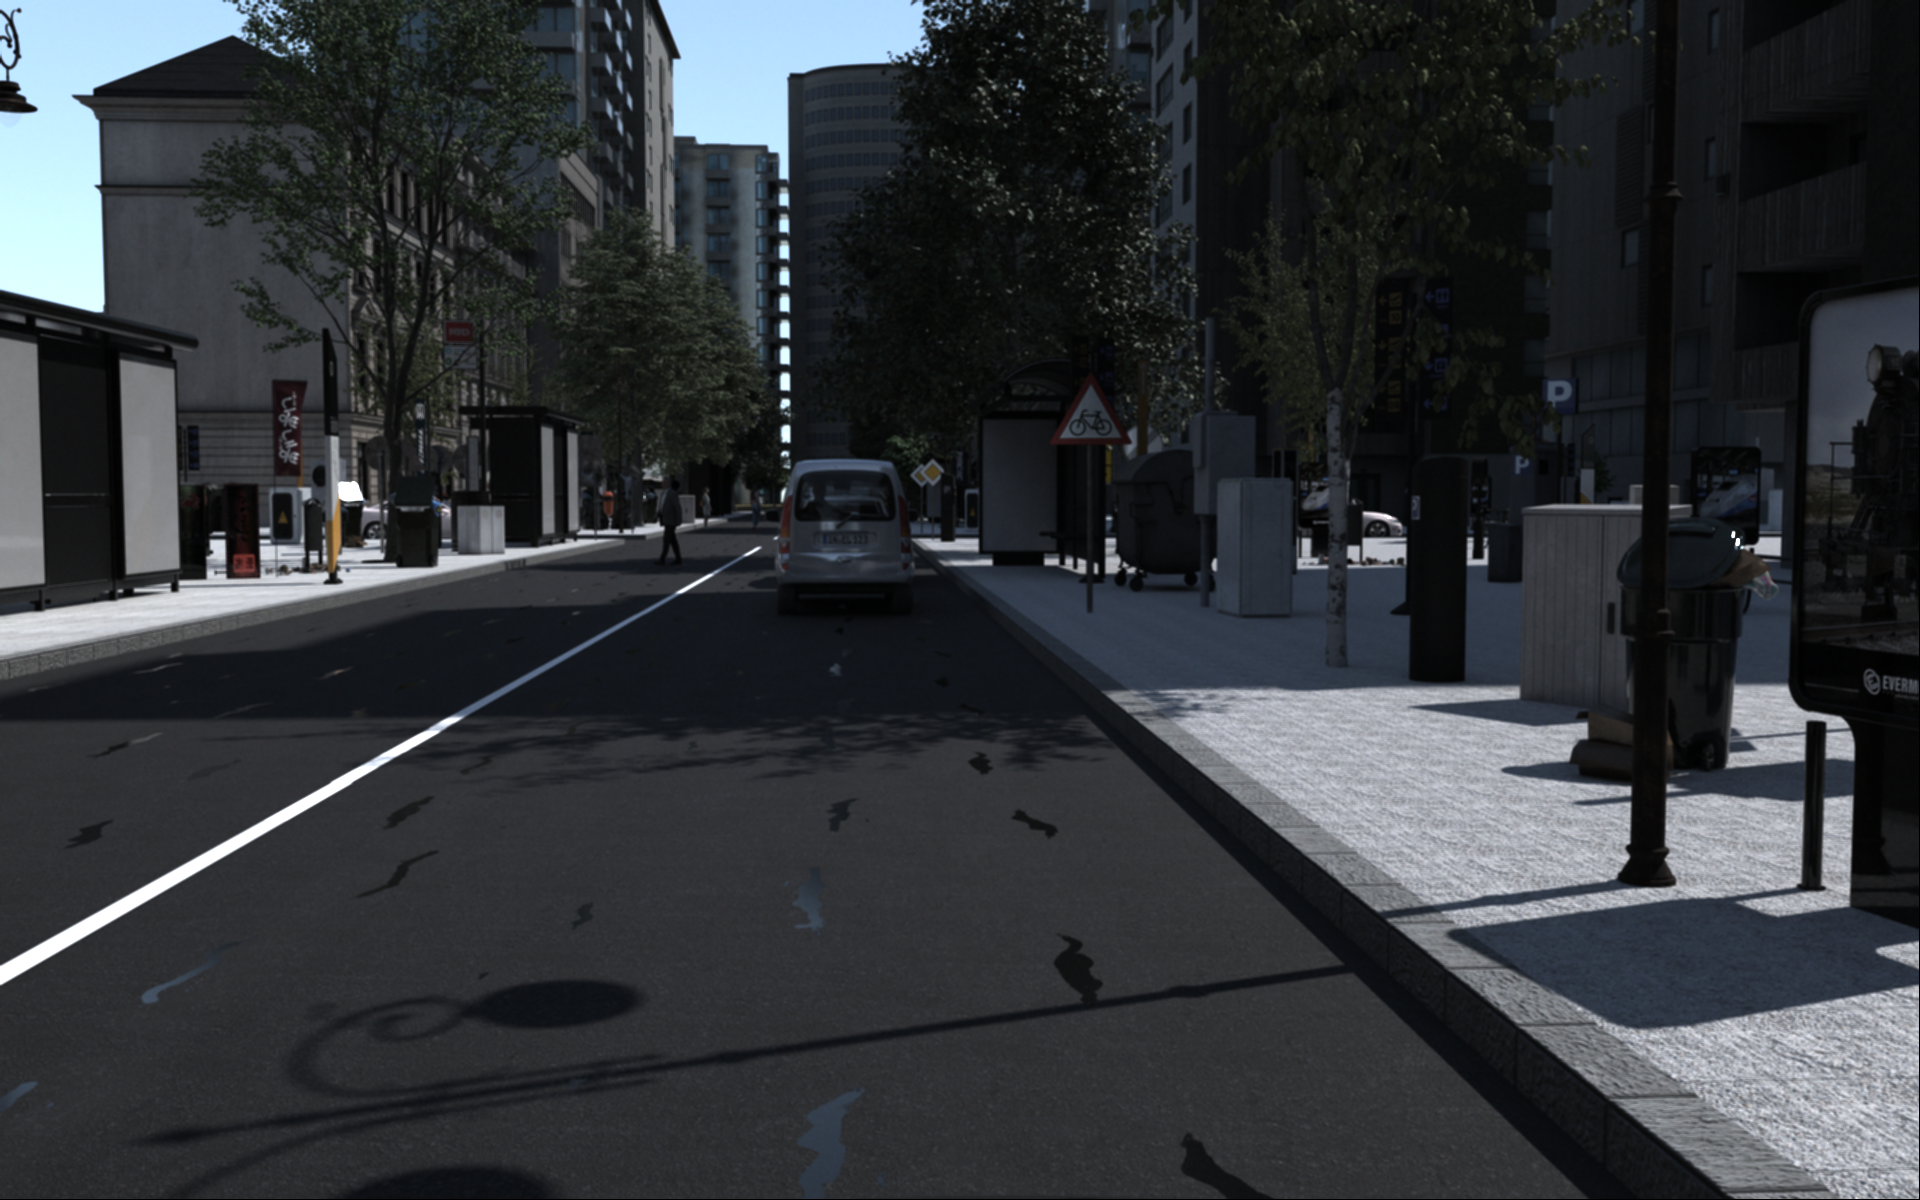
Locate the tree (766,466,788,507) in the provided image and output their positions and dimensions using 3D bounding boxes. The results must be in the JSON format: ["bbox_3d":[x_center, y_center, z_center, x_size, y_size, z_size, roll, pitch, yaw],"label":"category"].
[{"bbox_3d":[-17.971,-10.309,152.262,4.285,4.588,4.351,0,3,0],"label":"tree"}]

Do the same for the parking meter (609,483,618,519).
[{"bbox_3d":[-18.041,-5.169,90.232,0.255,1.863,0.399,3,4,38],"label":"parking meter"}]

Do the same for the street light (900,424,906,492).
[{"bbox_3d":[-2.898,-7.113,89.084,0.468,5.910,1.993,0,4,-3],"label":"street light"}]

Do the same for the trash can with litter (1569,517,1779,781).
[{"bbox_3d":[3.288,0.207,8.007,0.624,1.170,1.055,3,5,43],"label":"trash can with litter"}]

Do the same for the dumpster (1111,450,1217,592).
[{"bbox_3d":[2.788,-1.081,23.430,1.264,1.857,1.865,0,4,-3],"label":"dumpster"}]

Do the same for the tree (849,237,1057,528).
[{"bbox_3d":[-0.159,-8.612,66.569,9.928,11.665,9.643,0,3,0],"label":"tree"}]

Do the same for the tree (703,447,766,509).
[{"bbox_3d":[-15.748,-7.868,112.350,4.285,4.588,4.351,0,3,0],"label":"tree"}]

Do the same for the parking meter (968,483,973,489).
[{"bbox_3d":[0.562,-5.380,93.666,0.255,1.863,0.399,-1,4,-13],"label":"parking meter"}]

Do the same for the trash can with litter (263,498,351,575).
[{"bbox_3d":[-10.872,-1.060,28.394,1.678,1.210,2.233,0,4,4],"label":"trash can with litter"}]

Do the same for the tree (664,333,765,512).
[{"bbox_3d":[-16.244,-12.566,122.455,9.611,12.733,9.660,0,3,0],"label":"tree"}]

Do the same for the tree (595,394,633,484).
[{"bbox_3d":[-22.483,-9.927,112.674,4.360,8.622,3.978,0,3,0],"label":"tree"}]

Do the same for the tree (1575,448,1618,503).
[{"bbox_3d":[26.432,-4.716,71.705,1.663,3.219,1.824,0,3,0],"label":"tree"}]

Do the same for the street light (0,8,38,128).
[{"bbox_3d":[-8.639,-2.595,15.215,0.468,5.910,1.993,0,4,-3],"label":"street light"}]

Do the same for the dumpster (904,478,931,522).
[{"bbox_3d":[-1.768,-4.668,78.821,1.502,2.255,1.985,0,4,-3],"label":"dumpster"}]

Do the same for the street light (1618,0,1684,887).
[{"bbox_3d":[2.274,-2.004,5.555,0.468,5.910,1.993,0,4,-3],"label":"street light"}]

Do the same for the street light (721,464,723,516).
[{"bbox_3d":[-13.618,-7.718,98.970,0.468,5.910,1.993,0,4,-3],"label":"street light"}]

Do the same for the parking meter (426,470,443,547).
[{"bbox_3d":[-12.653,-2.195,41.604,0.399,1.863,0.255,-2,4,-29],"label":"parking meter"}]

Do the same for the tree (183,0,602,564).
[{"bbox_3d":[-10.437,-6.494,31.934,9.928,11.665,9.643,0,3,0],"label":"tree"}]

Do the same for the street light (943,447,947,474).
[{"bbox_3d":[-0.403,-4.587,47.791,0.468,5.910,1.993,0,4,-3],"label":"street light"}]

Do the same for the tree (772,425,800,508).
[{"bbox_3d":[-17.391,-13.050,163.735,4.737,8.622,4.395,0,3,0],"label":"tree"}]

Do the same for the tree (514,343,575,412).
[{"bbox_3d":[-20.775,-8.133,83.333,4.737,8.622,4.395,0,3,0],"label":"tree"}]

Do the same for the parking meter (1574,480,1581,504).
[{"bbox_3d":[25.396,-4.002,71.145,0.255,1.863,0.399,1,4,10],"label":"parking meter"}]

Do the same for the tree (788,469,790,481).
[{"bbox_3d":[-18.161,-11.424,170.494,4.285,4.588,4.351,0,3,0],"label":"tree"}]

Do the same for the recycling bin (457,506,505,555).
[{"bbox_3d":[-10.214,-1.492,36.941,0.722,1.027,0.722,3,4,36],"label":"recycling bin"}]

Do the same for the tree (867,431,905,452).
[{"bbox_3d":[-6.087,-12.340,152.124,4.360,8.622,3.978,0,3,0],"label":"tree"}]

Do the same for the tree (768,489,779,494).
[{"bbox_3d":[-19.426,-11.335,179.927,1.663,3.219,1.824,0,3,0],"label":"tree"}]

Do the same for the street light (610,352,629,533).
[{"bbox_3d":[-11.098,-5.125,56.575,0.468,5.910,1.993,0,4,-3],"label":"street light"}]

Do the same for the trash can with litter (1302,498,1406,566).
[{"bbox_3d":[7.346,-1.241,31.349,2.233,1.210,1.678,3,5,40],"label":"trash can with litter"}]

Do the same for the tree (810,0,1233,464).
[{"bbox_3d":[1.118,-7.366,37.440,9.611,12.733,9.660,0,3,0],"label":"tree"}]

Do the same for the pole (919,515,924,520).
[{"bbox_3d":[-1.912,-5.641,86.073,0.158,3.312,0.155,0,3,0],"label":"pole"}]

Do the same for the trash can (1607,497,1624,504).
[{"bbox_3d":[30.350,-4.195,80.249,0.748,1.137,0.748,0,3,0],"label":"trash can"}]

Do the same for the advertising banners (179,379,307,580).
[{"bbox_3d":[-10.905,-1.835,26.196,2.074,3.025,0.090,-2,4,-35],"label":"advertising banners"}]

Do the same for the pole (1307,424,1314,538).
[{"bbox_3d":[10.159,-3.446,50.190,0.158,3.312,0.155,0,3,0],"label":"pole"}]

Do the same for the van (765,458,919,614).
[{"bbox_3d":[-1.496,-0.925,22.132,2.013,2.044,4.112,0,4,-5],"label":"van"}]

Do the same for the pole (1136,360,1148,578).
[{"bbox_3d":[2.786,-1.996,26.480,0.158,3.312,0.155,0,3,0],"label":"pole"}]

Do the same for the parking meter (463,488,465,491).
[{"bbox_3d":[-13.332,-2.375,47.250,0.372,1.533,0.369,0,3,0],"label":"parking meter"}]

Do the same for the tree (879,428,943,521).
[{"bbox_3d":[-2.288,-6.098,83.411,4.285,4.588,4.351,0,3,0],"label":"tree"}]

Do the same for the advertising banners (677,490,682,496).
[{"bbox_3d":[-17.059,-6.656,105.008,0.090,3.025,2.074,-2,4,-28],"label":"advertising banners"}]

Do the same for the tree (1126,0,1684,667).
[{"bbox_3d":[2.875,-3.795,12.408,4.737,8.622,4.395,0,3,0],"label":"tree"}]

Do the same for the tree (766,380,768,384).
[{"bbox_3d":[-12.910,-10.139,83.900,7.486,12.596,7.792,0,3,0],"label":"tree"}]

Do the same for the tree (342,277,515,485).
[{"bbox_3d":[-18.070,-6.542,57.324,4.737,8.622,4.395,0,3,0],"label":"tree"}]

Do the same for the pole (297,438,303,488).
[{"bbox_3d":[-24.162,-4.255,63.407,0.158,3.312,0.155,0,3,0],"label":"pole"}]

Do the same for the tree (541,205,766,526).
[{"bbox_3d":[-13.246,-9.229,69.028,7.486,12.596,7.792,0,3,0],"label":"tree"}]

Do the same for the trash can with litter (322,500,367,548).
[{"bbox_3d":[-14.719,-1.839,41.461,1.055,1.170,0.624,1,4,10],"label":"trash can with litter"}]

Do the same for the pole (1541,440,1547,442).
[{"bbox_3d":[22.113,-4.394,65.692,0.158,3.312,0.155,0,3,0],"label":"pole"}]

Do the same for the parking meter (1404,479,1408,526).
[{"bbox_3d":[17.826,-3.853,68.708,0.255,1.863,0.399,-1,4,-18],"label":"parking meter"}]

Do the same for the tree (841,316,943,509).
[{"bbox_3d":[-3.451,-12.332,108.287,9.857,13.997,8.962,0,3,0],"label":"tree"}]

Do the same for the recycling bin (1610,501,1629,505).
[{"bbox_3d":[24.458,-3.135,63.818,0.722,1.027,0.722,-3,4,-36],"label":"recycling bin"}]
